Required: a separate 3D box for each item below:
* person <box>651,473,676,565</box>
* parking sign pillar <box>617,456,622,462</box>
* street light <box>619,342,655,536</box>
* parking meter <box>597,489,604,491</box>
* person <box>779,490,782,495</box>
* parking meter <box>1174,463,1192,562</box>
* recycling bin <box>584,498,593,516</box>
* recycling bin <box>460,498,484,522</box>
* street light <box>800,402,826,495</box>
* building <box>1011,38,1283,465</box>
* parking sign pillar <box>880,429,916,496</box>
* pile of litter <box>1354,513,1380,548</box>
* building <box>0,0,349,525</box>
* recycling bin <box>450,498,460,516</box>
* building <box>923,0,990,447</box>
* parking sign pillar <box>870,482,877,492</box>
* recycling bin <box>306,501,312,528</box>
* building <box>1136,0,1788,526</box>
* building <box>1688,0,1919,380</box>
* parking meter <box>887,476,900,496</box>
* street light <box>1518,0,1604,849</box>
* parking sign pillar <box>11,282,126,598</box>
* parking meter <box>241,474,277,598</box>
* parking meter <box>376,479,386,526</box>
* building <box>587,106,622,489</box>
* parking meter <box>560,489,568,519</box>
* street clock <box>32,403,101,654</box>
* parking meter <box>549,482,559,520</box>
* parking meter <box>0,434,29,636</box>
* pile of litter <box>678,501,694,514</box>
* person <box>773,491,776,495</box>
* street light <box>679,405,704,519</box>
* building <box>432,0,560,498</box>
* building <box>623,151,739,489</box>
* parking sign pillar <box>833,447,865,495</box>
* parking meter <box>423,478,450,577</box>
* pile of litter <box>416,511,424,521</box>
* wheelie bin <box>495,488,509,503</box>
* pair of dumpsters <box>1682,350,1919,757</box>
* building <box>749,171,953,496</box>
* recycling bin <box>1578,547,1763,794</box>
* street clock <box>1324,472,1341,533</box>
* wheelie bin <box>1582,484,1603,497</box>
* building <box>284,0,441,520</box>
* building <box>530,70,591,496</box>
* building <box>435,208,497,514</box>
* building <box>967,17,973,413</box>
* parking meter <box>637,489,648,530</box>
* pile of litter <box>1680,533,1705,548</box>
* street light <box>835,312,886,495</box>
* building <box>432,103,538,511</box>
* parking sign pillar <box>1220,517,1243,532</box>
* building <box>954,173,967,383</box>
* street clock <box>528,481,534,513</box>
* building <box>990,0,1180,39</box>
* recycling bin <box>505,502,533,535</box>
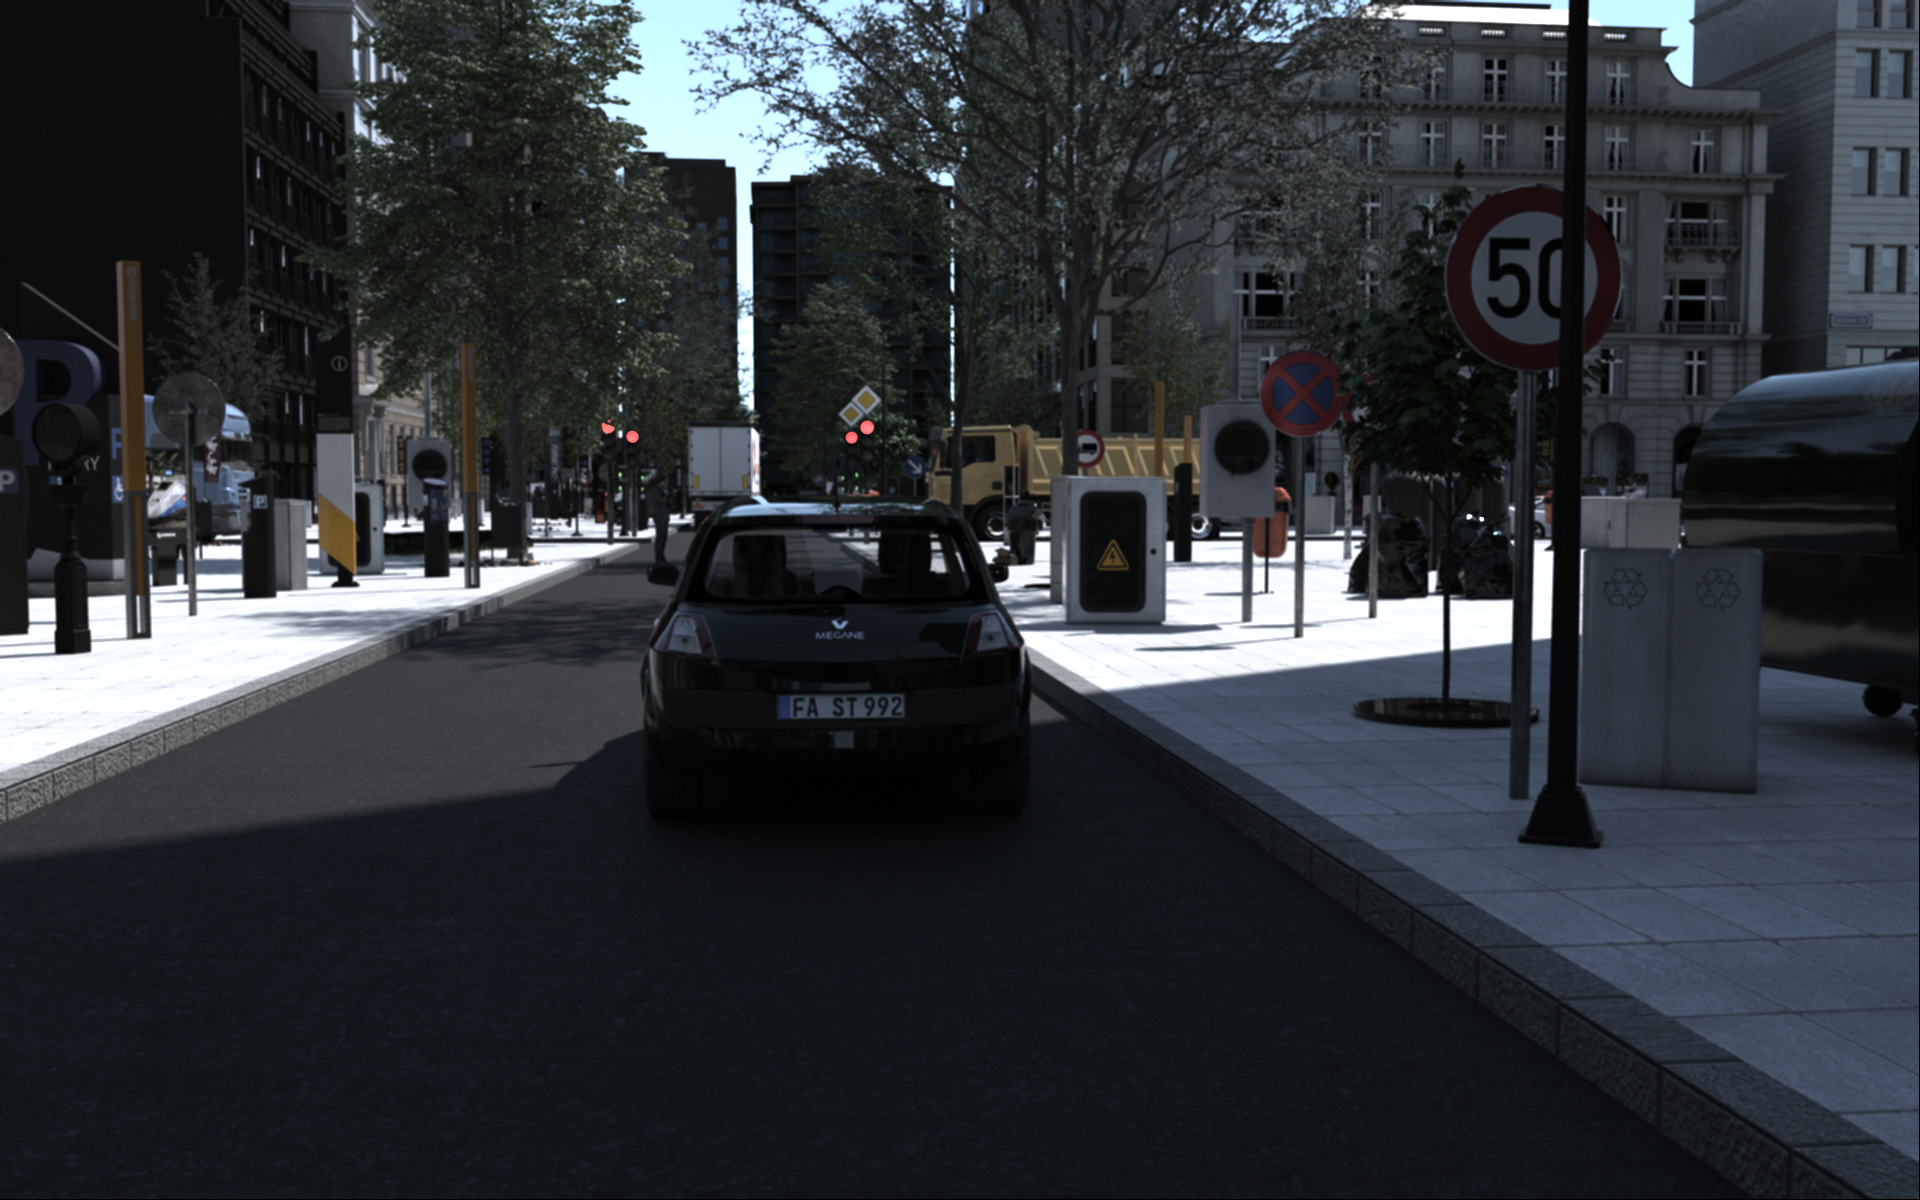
[{"bbox_3d":[-5.881,-1.603,34.516,0.447,1.846,0.655,0,4,5],"label":"person"},{"bbox_3d":[-21.396,-7.239,106.833,1.447,3.967,1.447,0,4,-8],"label":"parking sign pillar"},{"bbox_3d":[-9.664,-4.892,52.521,1.470,5.913,1.316,0,4,-6],"label":"street light"},{"bbox_3d":[-19.434,-5.218,93.722,0.372,1.533,0.369,0,3,0],"label":"parking meter"},{"bbox_3d":[-16.810,-9.449,163.008,0.705,1.821,1.348,0,4,-7],"label":"person"},{"bbox_3d":[4.231,-1.662,32.882,0.255,1.863,0.399,-1,4,-11],"label":"parking meter"},{"bbox_3d":[-22.072,-5.585,103.868,0.722,1.027,0.722,-3,5,-39],"label":"recycling bin"},{"bbox_3d":[-22.097,-4.044,78.675,0.722,1.027,0.722,1,4,12],"label":"recycling bin"},{"bbox_3d":[-7.370,-7.029,87.473,1.470,5.913,1.316,0,4,-6],"label":"street light"},{"bbox_3d":[15.240,-18.837,112.498,19.350,26.468,34.151,0,4,-6],"label":"building"},{"bbox_3d":[-2.347,-5.061,71.212,1.447,3.967,1.447,2,4,24],"label":"parking sign pillar"},{"bbox_3d":[10.021,-1.662,41.137,1.176,0.858,1.719,0,4,-4],"label":"pile of litter"},{"bbox_3d":[-33.163,-14.729,70.503,12.332,23.373,15.834,0,4,-6],"label":"building"},{"bbox_3d":[-29.509,-5.408,100.976,0.722,1.027,0.722,-2,4,-27],"label":"recycling bin"},{"bbox_3d":[8.695,-52.689,174.134,22.319,86.520,31.000,0,4,-6],"label":"building"},{"bbox_3d":[-4.884,-6.725,98.431,1.447,3.967,1.447,-3,5,-40],"label":"parking sign pillar"},{"bbox_3d":[-25.205,-3.268,65.984,0.722,1.027,0.722,3,5,41],"label":"recycling bin"},{"bbox_3d":[20.849,-14.296,75.543,24.055,21.916,13.314,0,4,-6],"label":"building"},{"bbox_3d":[49.098,-18.290,76.531,29.804,29.767,11.434,0,4,-6],"label":"building"},{"bbox_3d":[-2.177,-3.119,56.705,0.399,1.863,0.255,1,4,9],"label":"parking meter"},{"bbox_3d":[1.696,-2.059,6.205,1.470,5.913,1.316,0,4,-6],"label":"street light"},{"bbox_3d":[-11.310,-2.051,22.011,1.447,3.967,1.447,0,4,5],"label":"parking sign pillar"},{"bbox_3d":[-8.676,-0.796,21.432,0.372,1.533,0.369,0,3,0],"label":"parking meter"},{"bbox_3d":[-23.188,-3.893,69.368,0.255,1.863,0.399,-2,4,-33],"label":"parking meter"},{"bbox_3d":[-58.135,-39.439,234.070,27.495,52.752,28.713,0,4,-6],"label":"building"},{"bbox_3d":[-20.135,-4.890,88.369,0.372,1.533,0.369,0,3,0],"label":"parking meter"},{"bbox_3d":[-7.164,-0.573,13.931,0.471,2.002,0.358,1,4,15],"label":"street clock"},{"bbox_3d":[-20.214,-4.928,86.283,0.399,1.863,0.255,-3,4,-39],"label":"parking meter"},{"bbox_3d":[-8.724,-0.615,15.770,0.255,1.863,0.399,3,4,36],"label":"parking meter"},{"bbox_3d":[-17.770,-5.996,111.995,1.176,0.858,1.719,-1,4,-9],"label":"pile of litter"},{"bbox_3d":[-19.746,-10.668,183.714,1.217,1.735,0.721,3,4,37],"label":"person"},{"bbox_3d":[-14.027,-7.227,90.694,1.470,5.913,1.316,0,4,-6],"label":"street light"},{"bbox_3d":[-45.246,-43.325,146.609,20.563,71.187,20.611,0,4,-6],"label":"building"},{"bbox_3d":[-36.666,-35.463,229.922,14.200,45.320,14.600,0,4,-6],"label":"building"},{"bbox_3d":[-5.513,-5.703,81.710,1.447,3.967,1.447,-2,4,-31],"label":"parking sign pillar"},{"bbox_3d":[-8.106,-1.125,26.807,0.372,1.533,0.369,0,3,0],"label":"parking meter"},{"bbox_3d":[-25.297,-4.225,83.048,1.719,0.858,1.176,-2,4,-31],"label":"pile of litter"},{"bbox_3d":[-25.641,-5.473,97.393,0.980,1.594,0.693,-2,4,-27],"label":"wheelie bin"},{"bbox_3d":[5.150,-0.327,7.838,1.574,2.255,4.437,0,4,-7],"label":"pair of dumpsters"},{"bbox_3d":[-15.597,-35.535,235.618,28.867,44.769,22.147,0,4,-6],"label":"building"},{"bbox_3d":[3.206,0.289,7.822,0.722,1.027,0.722,1,4,23],"label":"recycling bin"},{"bbox_3d":[12.277,-3.215,57.132,0.471,2.002,0.358,3,4,38],"label":"street clock"},{"bbox_3d":[19.960,-2.885,55.077,0.980,1.594,0.693,-1,4,-22],"label":"wheelie bin"},{"bbox_3d":[-34.884,-18.489,88.201,13.634,28.700,20.117,0,4,-6],"label":"building"},{"bbox_3d":[-46.119,-32.308,178.342,14.200,45.320,14.600,0,4,-6],"label":"building"},{"bbox_3d":[-37.947,-16.419,110.250,13.314,21.916,24.055,0,4,-6],"label":"building"},{"bbox_3d":[7.368,-28.673,152.398,14.154,41.232,14.086,0,4,-6],"label":"building"},{"bbox_3d":[-11.461,-3.312,62.563,0.372,1.533,0.369,0,3,0],"label":"parking meter"},{"bbox_3d":[10.138,-0.638,24.397,1.719,0.858,1.176,-1,4,-13],"label":"pile of litter"},{"bbox_3d":[-2.493,-4.395,44.399,1.470,5.913,1.316,0,4,-6],"label":"street light"},{"bbox_3d":[-40.219,-21.974,130.979,14.160,30.474,14.107,0,4,-6],"label":"building"},{"bbox_3d":[9.552,-4.338,59.395,1.447,3.967,1.447,3,4,36],"label":"parking sign pillar"},{"bbox_3d":[10.058,-37.557,237.753,21.600,48.544,21.300,0,4,-6],"label":"building"},{"bbox_3d":[-24.267,-5.725,98.180,0.358,2.002,0.471,1,4,18],"label":"street clock"},{"bbox_3d":[9.116,-27.807,138.246,14.154,41.232,14.086,0,4,-6],"label":"building"},{"bbox_3d":[-13.834,-2.552,54.274,0.722,1.027,0.722,-2,4,-27],"label":"recycling bin"}]
